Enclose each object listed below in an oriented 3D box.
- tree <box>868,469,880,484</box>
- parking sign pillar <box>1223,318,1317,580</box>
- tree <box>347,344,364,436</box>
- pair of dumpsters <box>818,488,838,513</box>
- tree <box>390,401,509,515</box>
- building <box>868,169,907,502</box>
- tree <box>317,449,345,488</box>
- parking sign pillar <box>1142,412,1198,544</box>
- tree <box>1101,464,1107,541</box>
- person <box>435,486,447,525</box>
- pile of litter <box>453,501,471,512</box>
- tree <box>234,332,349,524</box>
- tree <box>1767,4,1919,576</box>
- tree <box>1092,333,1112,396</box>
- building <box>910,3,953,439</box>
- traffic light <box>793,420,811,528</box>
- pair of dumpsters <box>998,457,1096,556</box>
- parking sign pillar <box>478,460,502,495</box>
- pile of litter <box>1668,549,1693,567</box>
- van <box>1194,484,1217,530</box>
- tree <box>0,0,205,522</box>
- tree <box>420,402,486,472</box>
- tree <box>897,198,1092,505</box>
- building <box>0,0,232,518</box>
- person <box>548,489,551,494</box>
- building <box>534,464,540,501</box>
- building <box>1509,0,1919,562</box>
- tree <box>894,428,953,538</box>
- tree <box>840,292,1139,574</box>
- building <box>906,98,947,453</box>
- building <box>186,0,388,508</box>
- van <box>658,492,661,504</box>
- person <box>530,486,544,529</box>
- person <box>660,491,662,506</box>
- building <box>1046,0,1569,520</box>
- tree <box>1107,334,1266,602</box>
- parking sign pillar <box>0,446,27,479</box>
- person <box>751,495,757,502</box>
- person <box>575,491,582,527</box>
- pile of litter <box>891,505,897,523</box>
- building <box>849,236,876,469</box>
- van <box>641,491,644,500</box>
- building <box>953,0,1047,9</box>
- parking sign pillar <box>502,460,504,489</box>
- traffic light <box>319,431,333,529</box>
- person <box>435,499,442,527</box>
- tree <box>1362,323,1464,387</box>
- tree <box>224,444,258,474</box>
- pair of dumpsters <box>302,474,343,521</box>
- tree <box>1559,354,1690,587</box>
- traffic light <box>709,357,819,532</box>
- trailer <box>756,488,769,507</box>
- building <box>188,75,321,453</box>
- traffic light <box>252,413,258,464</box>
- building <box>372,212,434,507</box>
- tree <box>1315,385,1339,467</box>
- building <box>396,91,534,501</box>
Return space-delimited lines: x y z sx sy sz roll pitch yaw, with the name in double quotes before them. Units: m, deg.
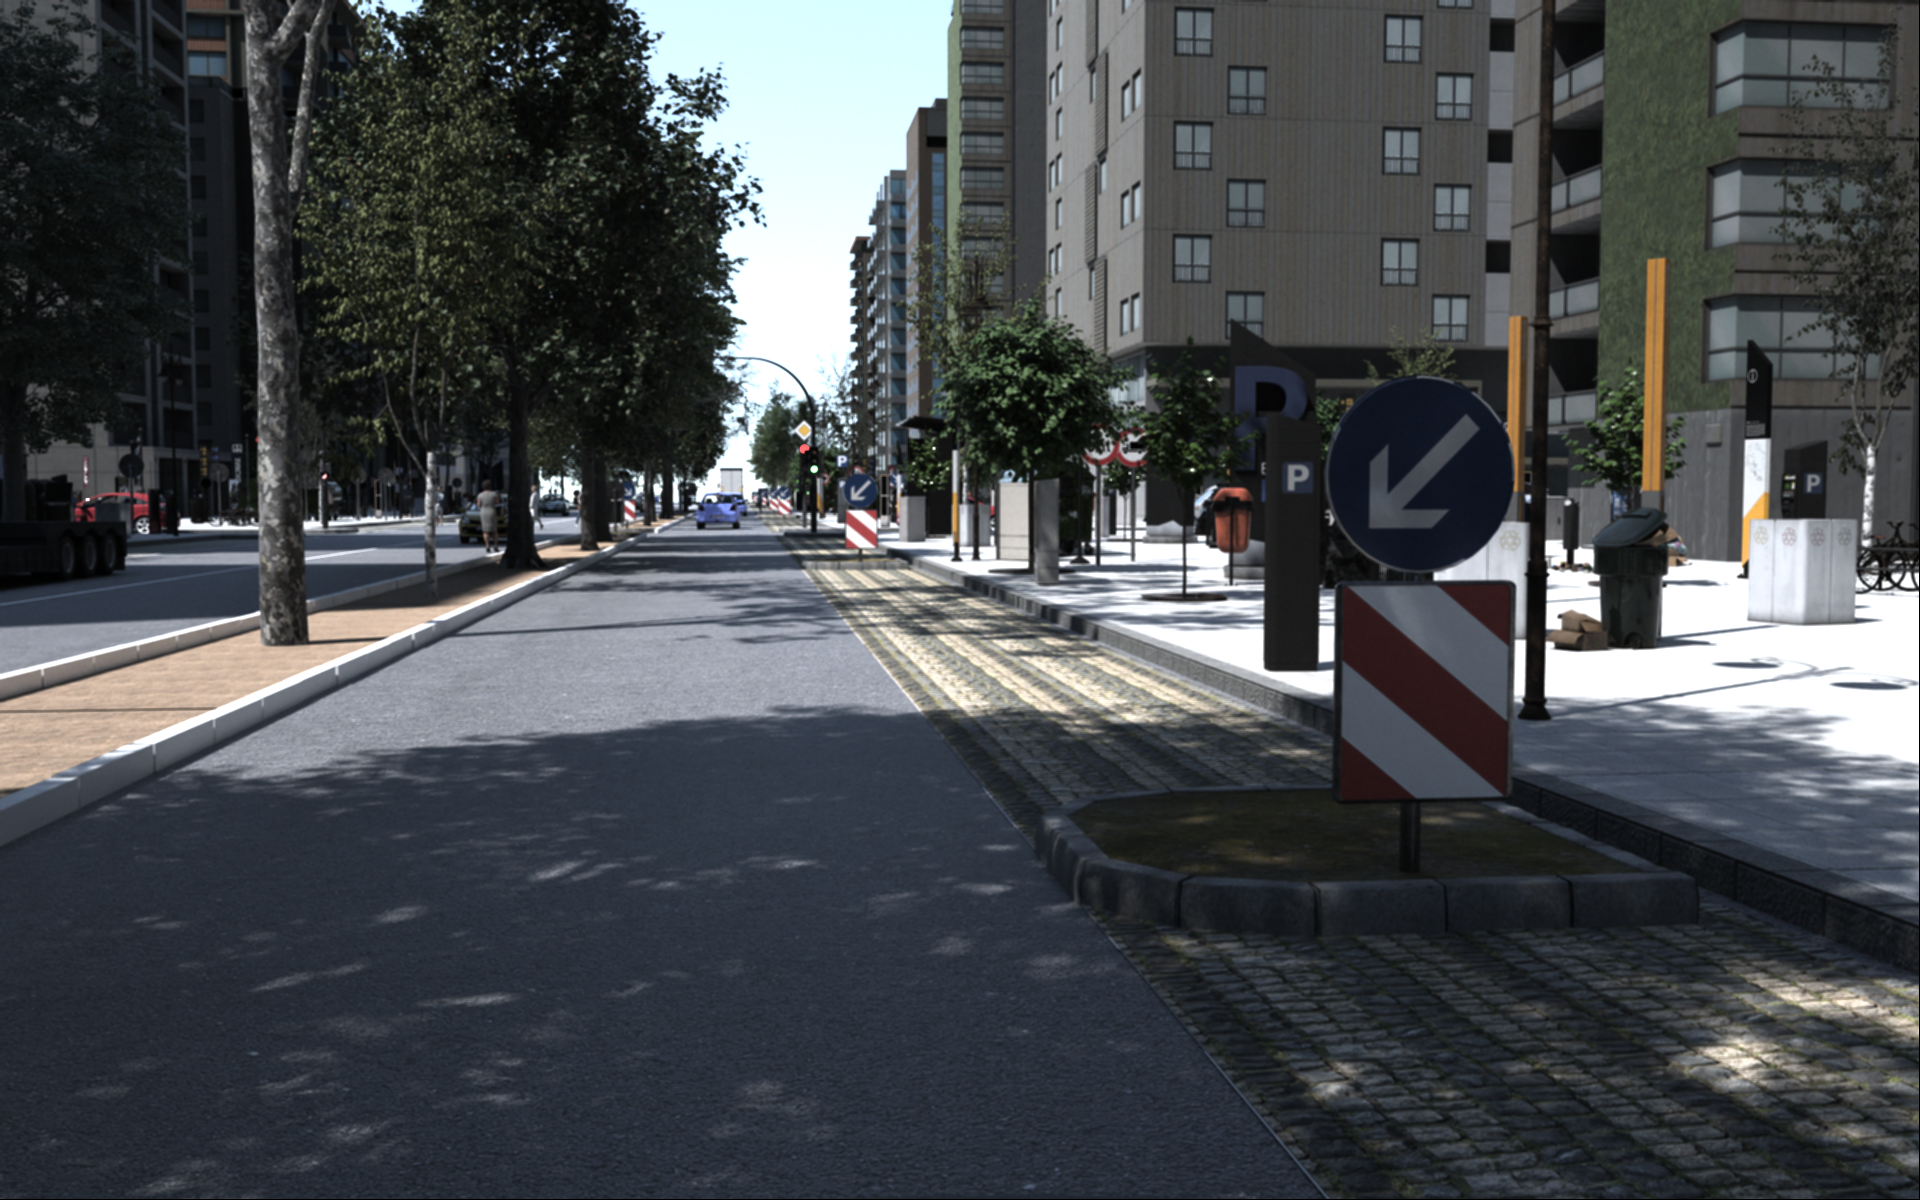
"tree" -5.880 -7.491 117.081 1.663 3.219 1.824 0 3 0
"parking sign pillar" 4.773 -2.323 26.456 1.447 3.967 1.447 0 4 7
"tree" -27.465 -7.579 74.282 4.360 8.622 3.978 0 3 0
"pair of dumpsters" -8.904 -7.020 117.270 1.574 2.255 4.437 0 4 -7
"tree" -30.568 -10.356 103.734 7.601 10.594 8.767 -1 4 -9
"building" -1.942 -38.950 256.443 23.786 49.044 30.456 0 4 -7
"tree" -43.950 -8.356 120.330 4.285 4.588 4.351 0 3 0
"parking sign pillar" 5.492 -3.470 45.199 1.447 3.967 1.447 -3 5 -44
"tree" 4.447 -3.223 47.293 1.663 3.219 1.824 0 3 0
"person" -23.877 -4.344 79.551 0.581 1.822 0.654 -1 4 -17
"pile of litter" -35.981 -6.763 124.540 1.719 0.858 1.176 0 4 -2
"tree" -26.393 -7.211 68.259 4.360 8.622 3.978 0 3 0
"tree" 14.549 -4.696 27.135 4.360 8.622 3.978 0 3 0
"tree" 5.180 -7.920 79.858 4.737 8.622 4.395 0 3 0
"building" 7.530 -52.693 174.194 22.319 86.520 31.000 0 4 -7
"traffic light" -5.924 -4.698 65.740 0.839 4.253 0.868 0 4 -7
"pair of dumpsters" 1.880 -2.153 37.703 1.574 2.255 4.437 0 4 -7
"parking sign pillar" -36.618 -8.909 134.141 1.447 3.967 1.447 0 4 4
"pile of litter" 12.498 -1.044 31.040 1.719 0.858 1.176 -1 4 -22
"van" 9.543 -3.465 63.670 4.112 2.044 2.013 0 4 -6
"tree" -24.264 -8.390 43.838 9.857 13.997 8.962 0 3 0
"tree" -33.978 -13.106 124.649 12.009 13.543 11.850 0 3 0
"tree" 0.352 -5.746 44.314 4.737 8.622 4.395 0 3 0
"building" -53.084 -40.255 96.415 20.563 71.187 20.611 0 4 -7
"person" -30.752 -7.372 129.306 0.573 1.790 0.520 -2 4 -31
"building" -72.836 -30.288 266.910 14.160 30.474 14.107 0 4 -7
"building" 20.548 -21.740 39.038 14.154 41.232 14.086 0 4 -7
"tree" -0.823 -3.417 50.468 1.663 3.219 1.824 0 3 0
"tree" 1.114 -2.729 28.340 4.285 4.588 4.351 0 3 0
"building" 1.422 -33.474 197.416 14.600 45.320 14.200 0 4 -7
"building" -62.256 -30.195 148.319 22.147 44.769 28.867 0 4 -7
"van" -42.698 -14.899 250.617 2.013 2.044 4.112 0 4 -8
"person" -17.251 -3.759 70.315 0.624 1.780 0.694 2 4 25
"person" -36.095 -12.315 209.944 0.705 1.812 1.348 1 4 8
"building" 20.011 -31.101 97.746 27.495 52.752 28.713 0 4 -7
"tree" 2.862 -1.612 20.957 1.663 3.219 1.824 0 3 0
"parking sign pillar" -46.609 -5.912 85.130 1.447 3.967 1.447 -1 4 -13
"person" -34.172 -17.082 287.744 1.348 1.831 0.705 2 4 31
"person" -16.499 -4.067 75.592 0.643 1.750 0.593 3 5 42
"pile of litter" -2.449 -3.874 77.298 1.176 0.858 1.719 3 4 36
"building" -6.974 -38.695 287.292 22.147 44.769 28.867 0 4 -7
"van" -41.867 -13.736 231.592 2.013 2.044 4.112 -1 4 -8
"building" 6.226 -27.575 134.454 14.154 41.232 14.086 0 4 -7
"parking sign pillar" -36.669 -9.063 136.645 1.447 3.967 1.447 0 4 -6
"traffic light" -21.229 -5.452 63.814 4.771 5.953 1.251 0 4 -7
"person" -23.046 -3.844 76.358 0.505 1.210 0.382 1 4 12
"tree" 19.382 -7.555 73.890 4.737 8.622 4.395 0 3 0
"tree" -46.896 -7.926 113.311 4.285 4.588 4.351 0 3 0
"pair of dumpsters" -30.962 -4.941 83.275 1.574 2.255 4.437 0 4 -7
"tree" 9.158 -1.800 24.037 1.663 3.219 1.824 0 3 0
"traffic light" -6.977 -5.061 57.414 4.771 5.953 1.251 0 4 -7
"trailer" -19.202 -9.899 168.898 1.471 1.999 3.904 -1 4 -8
"building" -54.512 -21.486 122.992 14.160 30.474 14.107 0 4 -7
"traffic light" -22.282 -4.078 55.595 0.839 4.253 0.868 0 4 -7
"building" -60.412 -24.420 170.966 14.160 30.474 14.107 0 4 -7
"tree" 10.186 -4.053 49.973 4.285 4.588 4.351 0 3 0
"building" -72.967 -42.976 244.649 21.231 58.520 28.212 0 4 -7
